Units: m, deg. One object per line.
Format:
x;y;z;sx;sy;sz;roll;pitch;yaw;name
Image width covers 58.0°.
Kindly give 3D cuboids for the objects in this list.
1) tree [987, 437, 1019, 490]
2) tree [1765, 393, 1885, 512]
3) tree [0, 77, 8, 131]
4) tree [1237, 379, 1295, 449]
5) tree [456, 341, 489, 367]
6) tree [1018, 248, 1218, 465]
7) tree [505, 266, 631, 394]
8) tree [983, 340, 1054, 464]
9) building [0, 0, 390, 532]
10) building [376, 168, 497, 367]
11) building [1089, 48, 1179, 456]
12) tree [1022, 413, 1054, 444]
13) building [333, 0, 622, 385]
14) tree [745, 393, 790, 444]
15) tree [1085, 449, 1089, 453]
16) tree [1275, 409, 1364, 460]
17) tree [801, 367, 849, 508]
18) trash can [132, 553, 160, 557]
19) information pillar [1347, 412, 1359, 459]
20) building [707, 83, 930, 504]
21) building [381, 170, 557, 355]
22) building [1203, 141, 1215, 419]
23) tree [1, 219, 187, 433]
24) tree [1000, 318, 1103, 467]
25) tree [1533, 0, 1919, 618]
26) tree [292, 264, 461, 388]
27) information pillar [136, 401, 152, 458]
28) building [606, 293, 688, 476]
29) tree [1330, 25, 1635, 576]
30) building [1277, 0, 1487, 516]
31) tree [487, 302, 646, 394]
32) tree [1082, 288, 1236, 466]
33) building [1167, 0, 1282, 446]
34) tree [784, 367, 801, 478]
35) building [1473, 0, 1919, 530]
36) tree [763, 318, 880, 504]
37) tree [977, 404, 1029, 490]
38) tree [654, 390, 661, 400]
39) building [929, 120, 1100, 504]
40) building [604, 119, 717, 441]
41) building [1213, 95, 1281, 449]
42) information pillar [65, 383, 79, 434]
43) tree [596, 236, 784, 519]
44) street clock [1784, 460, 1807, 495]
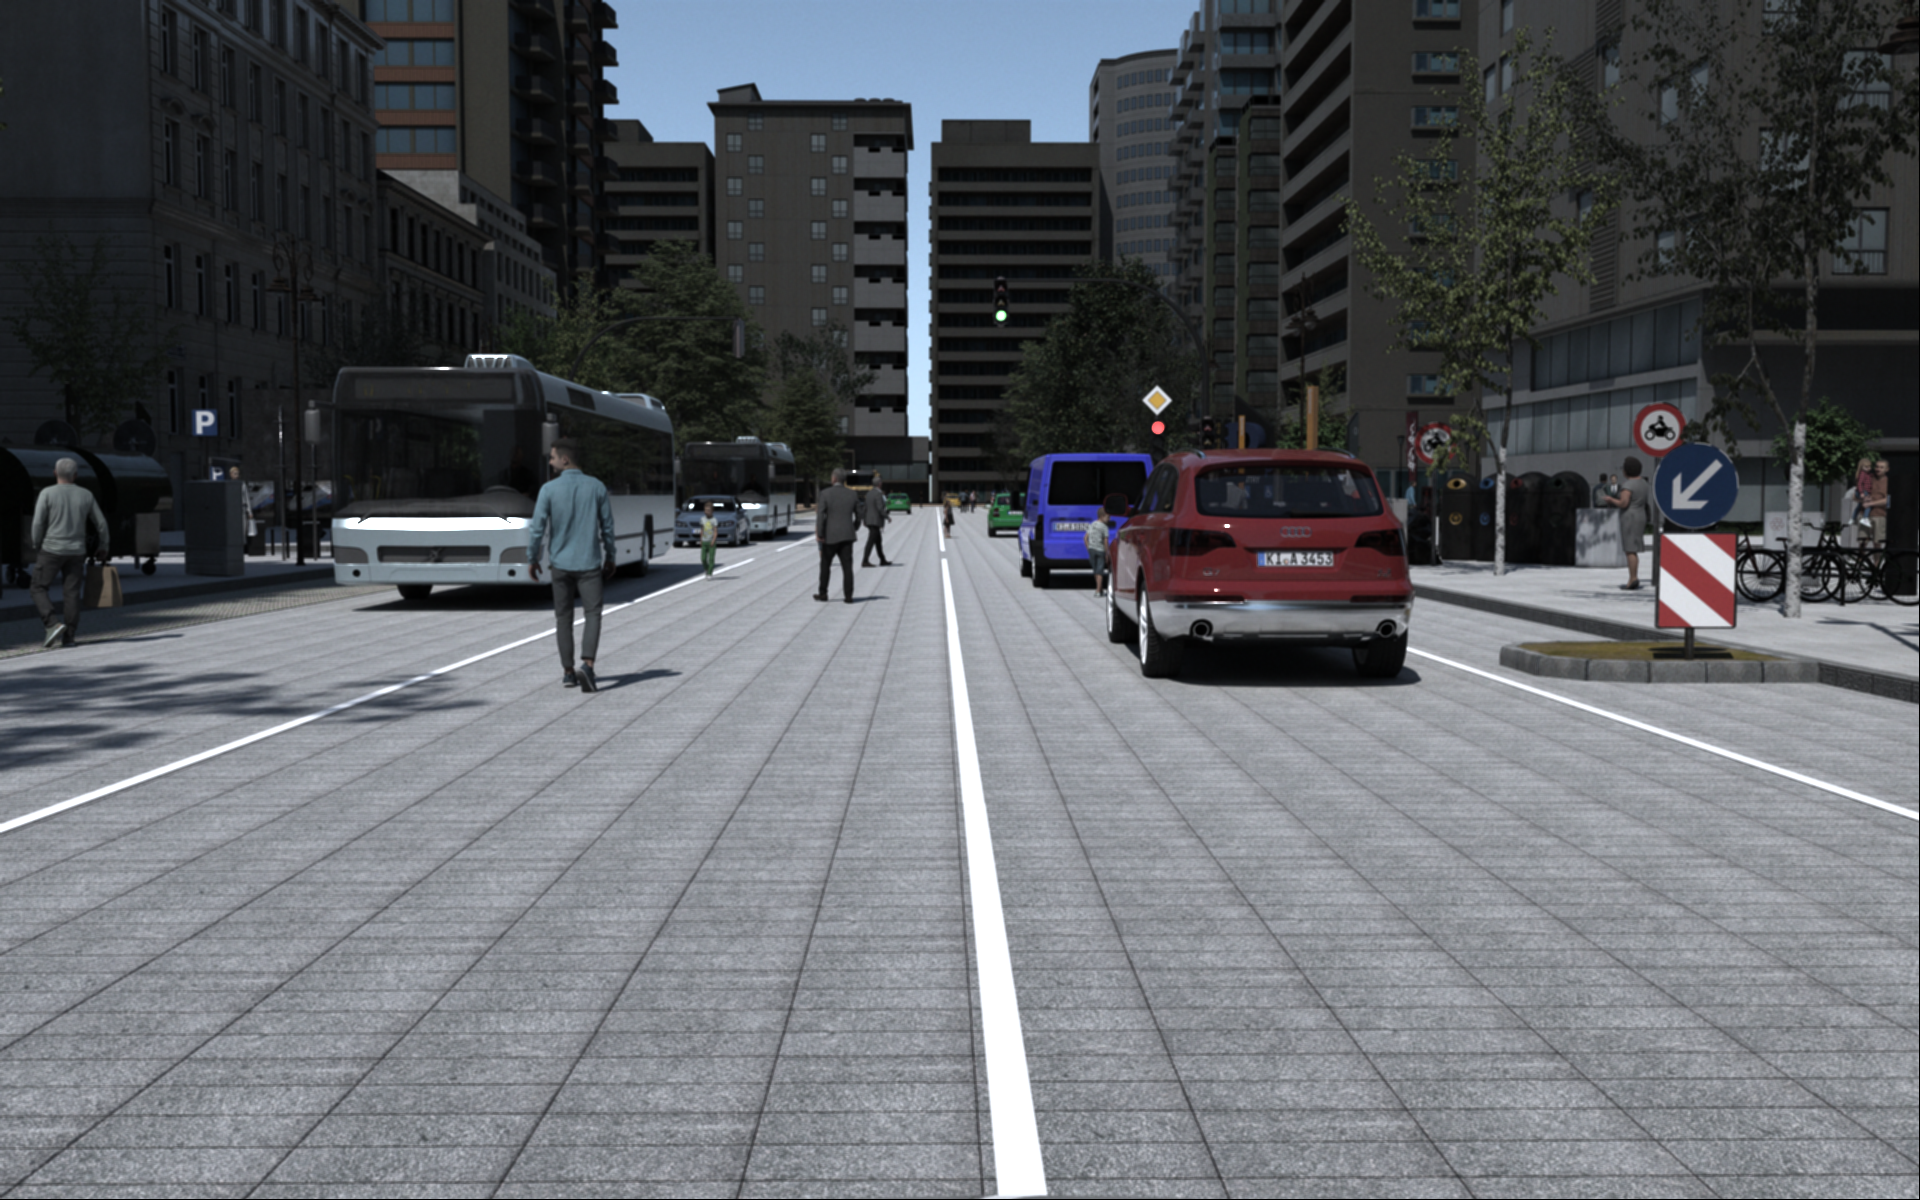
5.201;-15.078;196.891;4.360;8.622;3.978;0;3;0;tree
28.152;-4.459;56.617;4.285;4.588;4.351;0;3;0;tree
-12.520;-4.178;18.669;4.737;8.622;4.395;0;3;0;tree
19.562;-9.825;110.995;4.360;8.622;3.978;0;3;0;tree
-23.293;-8.081;82.480;4.737;8.622;4.395;0;3;0;tree
7.365;-10.043;81.209;9.611;12.733;9.660;0;3;0;tree
-12.648;-6.481;56.329;4.737;8.622;4.395;0;3;0;tree
6.900;-13.599;132.715;12.009;13.543;11.850;0;3;0;tree
-32.918;-16.660;69.651;12.463;27.353;25.104;0;4;-1;building
-32.351;-13.932;92.414;10.561;19.102;19.286;0;4;-1;building
31.700;-41.904;227.134;28.212;58.520;21.231;0;4;-1;building
6.639;-10.579;123.326;4.737;8.622;4.395;0;3;0;tree
-38.511;-29.265;133.110;22.147;44.769;28.867;0;4;-1;building
-14.037;-10.656;124.589;4.737;8.622;4.395;0;3;0;tree
6.280;-7.247;102.196;4.285;4.588;4.351;0;3;0;tree
13.730;-5.063;66.487;4.285;4.588;4.351;0;3;0;tree
-13.996;-14.463;154.594;7.486;12.596;7.792;0;3;0;tree
-16.718;-1.455;35.440;0.748;1.137;0.748;0;3;0;trash can
11.127;-3.532;49.110;0.504;3.616;0.183;-3;5;-44;information pillar
-17.885;-39.255;231.052;27.495;52.752;28.713;0;4;-1;building
-32.786;-15.661;110.808;10.420;20.320;16.860;0;4;-1;building
26.984;-22.710;143.018;14.160;30.474;14.107;0;4;-1;building
-23.763;-5.931;47.341;4.737;8.622;4.395;0;3;0;tree
6.466;-11.817;111.329;7.486;12.596;7.792;0;3;0;tree
8.493;-4.132;17.924;4.360;8.622;3.978;0;3;0;tree
-18.032;-6.396;54.940;4.360;8.622;3.978;0;3;0;tree
-20.559;-3.200;43.680;0.183;3.616;0.504;1;4;11;information pillar
-42.648;-19.711;167.317;28.899;21.520;27.650;0;4;-1;building
8.316;-4.700;27.205;4.737;8.622;4.395;0;3;0;tree
32.718;-29.637;108.268;21.300;48.544;21.600;0;4;-1;building
-22.718;-10.329;94.639;9.928;11.665;9.643;0;3;0;tree
6.799;-6.823;61.924;4.360;8.622;3.978;0;3;0;tree
31.898;-33.384;165.442;23.786;49.044;30.456;0;4;-1;building
-12.446;-10.236;85.491;7.486;12.596;7.792;0;3;0;tree
38.712;-29.537;72.167;27.495;52.752;28.713;0;4;-1;building
-13.797;-20.059;183.856;12.611;20.169;13.585;0;3;0;tree
5.248;-14.235;167.151;8.767;10.594;7.601;2;4;27;tree
-22.753;-9.890;112.064;4.737;8.622;4.395;0;3;0;tree
6.765;-36.932;227.546;21.600;48.544;21.300;0;4;-1;building
-42.434;-36.921;227.367;21.600;48.544;21.300;0;4;-1;building
27.311;-21.849;128.940;14.160;30.474;14.107;0;4;-1;building
-18.783;-2.774;36.704;0.183;3.616;0.504;0;4;-7;information pillar
-12.249;-9.693;76.600;7.486;12.596;7.792;0;3;0;tree
17.784;-1.977;36.896;0.471;2.002;0.358;-2;4;-32;street clock
